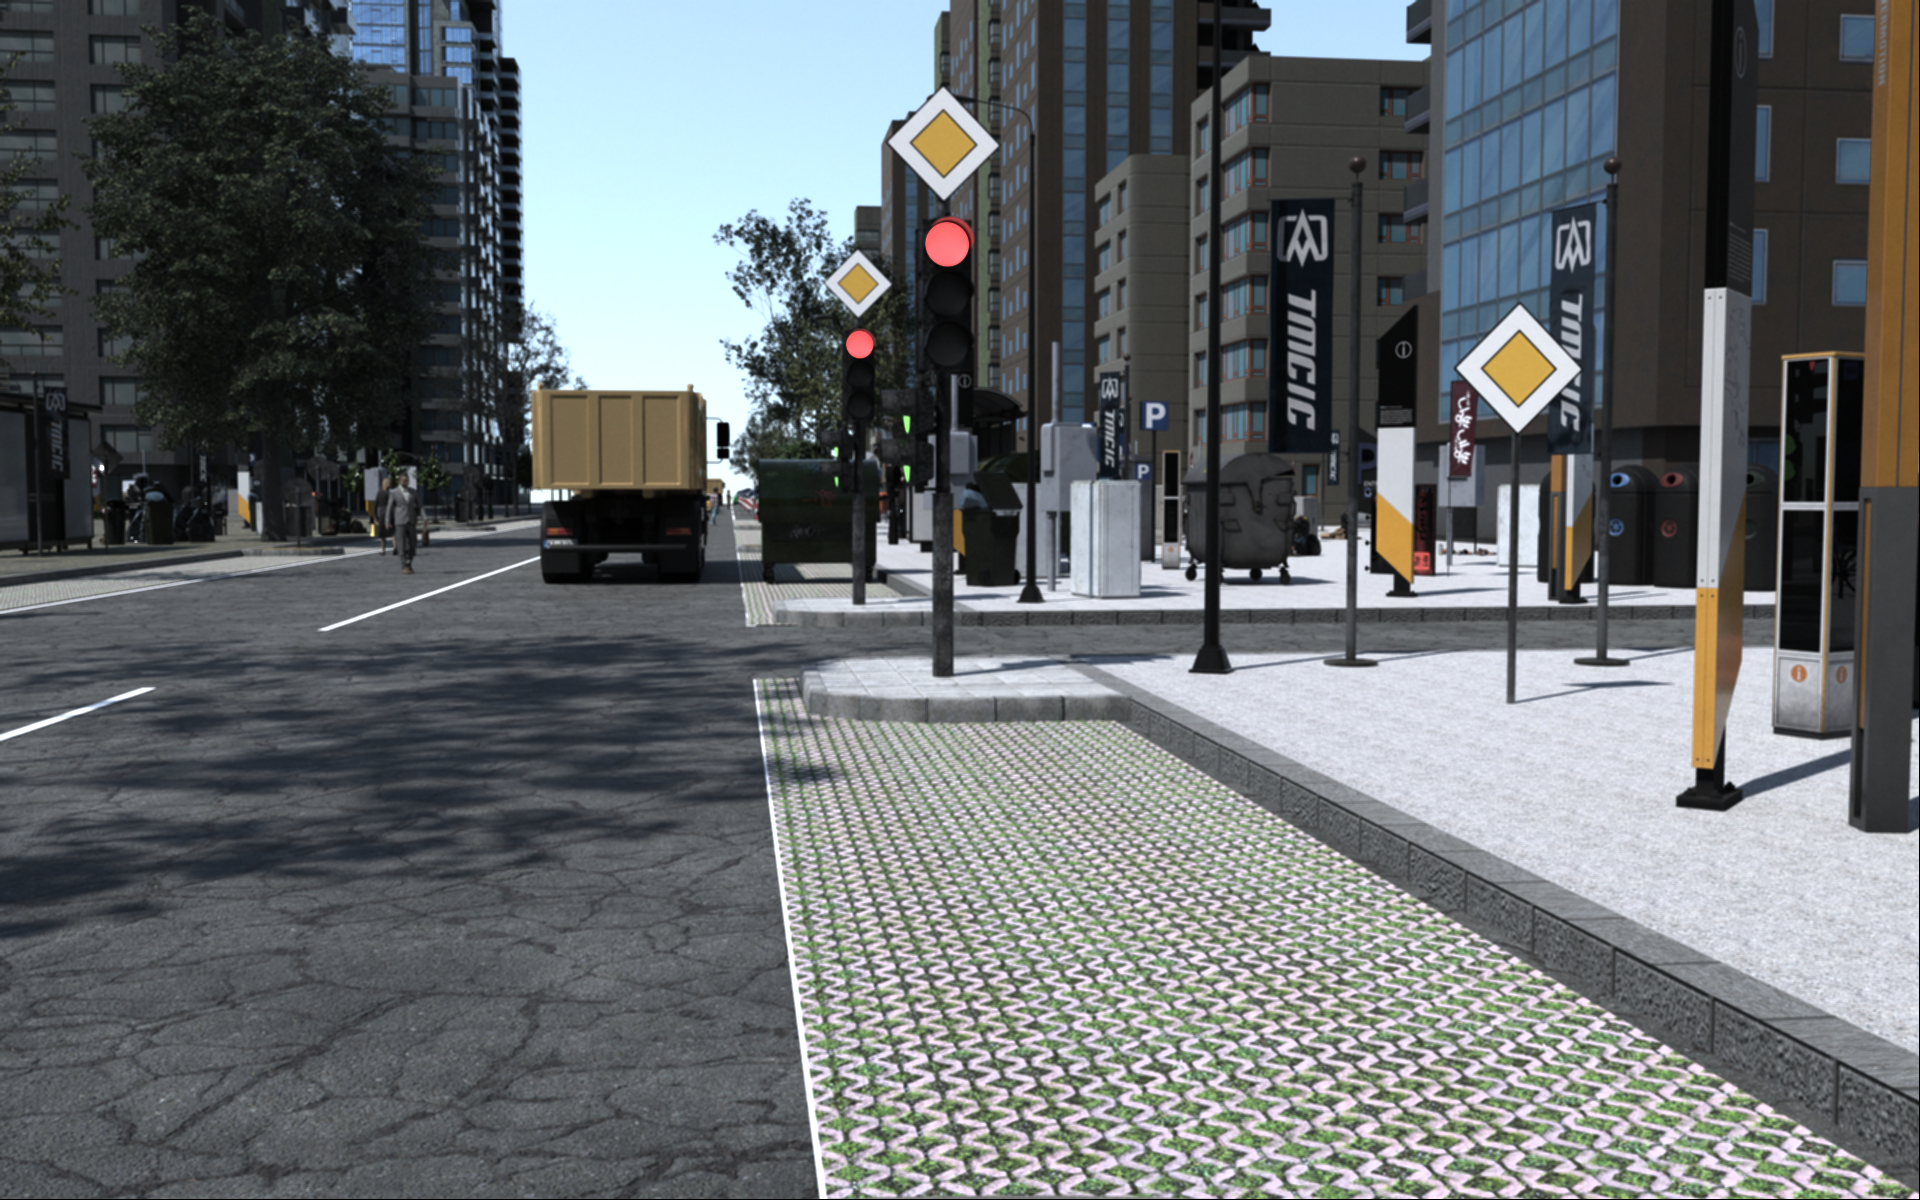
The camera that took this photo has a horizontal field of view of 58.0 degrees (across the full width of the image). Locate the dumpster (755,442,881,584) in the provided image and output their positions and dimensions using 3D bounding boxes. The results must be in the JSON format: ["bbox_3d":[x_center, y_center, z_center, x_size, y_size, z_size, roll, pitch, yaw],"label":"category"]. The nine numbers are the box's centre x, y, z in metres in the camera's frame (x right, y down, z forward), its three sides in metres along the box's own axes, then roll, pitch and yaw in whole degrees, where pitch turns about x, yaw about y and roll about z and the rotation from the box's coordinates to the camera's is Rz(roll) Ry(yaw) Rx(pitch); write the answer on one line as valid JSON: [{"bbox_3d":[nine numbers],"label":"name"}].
[{"bbox_3d":[-2.288,-1.401,27.853,1.985,2.255,1.502,0,4,-7],"label":"dumpster"}]

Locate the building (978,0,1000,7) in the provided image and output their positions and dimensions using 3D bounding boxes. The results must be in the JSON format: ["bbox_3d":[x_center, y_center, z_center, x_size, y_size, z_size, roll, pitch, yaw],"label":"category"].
[{"bbox_3d":[8.088,-26.890,123.250,14.154,41.232,14.086,0,4,-8],"label":"building"}]

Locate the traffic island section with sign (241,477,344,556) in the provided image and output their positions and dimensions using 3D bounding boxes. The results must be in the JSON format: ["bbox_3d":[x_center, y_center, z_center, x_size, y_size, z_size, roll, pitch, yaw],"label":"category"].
[{"bbox_3d":[-15.583,-1.956,40.601,1.989,1.847,2.006,0,4,-8],"label":"traffic island section with sign"}]

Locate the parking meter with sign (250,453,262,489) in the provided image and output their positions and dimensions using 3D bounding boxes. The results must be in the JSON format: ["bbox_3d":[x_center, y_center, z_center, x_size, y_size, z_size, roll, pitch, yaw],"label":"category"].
[{"bbox_3d":[-29.991,-4.731,73.620,0.543,3.016,1.738,-3,4,-36],"label":"parking meter with sign"}]

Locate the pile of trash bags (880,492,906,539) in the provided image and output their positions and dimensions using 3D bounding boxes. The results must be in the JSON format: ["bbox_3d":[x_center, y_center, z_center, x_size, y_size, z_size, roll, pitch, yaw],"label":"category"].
[{"bbox_3d":[-0.279,-2.476,50.241,3.447,1.369,1.912,-2,4,-31],"label":"pile of trash bags"}]

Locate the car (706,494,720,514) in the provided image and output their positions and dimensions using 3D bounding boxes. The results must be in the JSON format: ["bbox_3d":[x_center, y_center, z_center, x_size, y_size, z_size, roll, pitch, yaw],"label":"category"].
[{"bbox_3d":[-18.268,-6.999,124.652,2.015,1.641,3.980,0,4,-7],"label":"car"}]

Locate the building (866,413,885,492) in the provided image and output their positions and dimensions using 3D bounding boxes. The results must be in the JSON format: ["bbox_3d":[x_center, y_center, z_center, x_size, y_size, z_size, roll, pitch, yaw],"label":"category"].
[{"bbox_3d":[1.453,-23.442,228.308,27.650,21.520,28.899,0,4,-8],"label":"building"}]

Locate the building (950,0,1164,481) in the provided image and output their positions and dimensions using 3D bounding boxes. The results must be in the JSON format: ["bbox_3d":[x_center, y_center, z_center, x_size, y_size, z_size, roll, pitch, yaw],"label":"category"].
[{"bbox_3d":[6.944,-29.792,137.213,14.600,45.320,14.200,0,4,-8],"label":"building"}]

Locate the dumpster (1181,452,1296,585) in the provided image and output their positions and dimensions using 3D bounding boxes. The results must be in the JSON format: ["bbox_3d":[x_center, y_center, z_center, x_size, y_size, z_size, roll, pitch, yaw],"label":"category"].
[{"bbox_3d":[4.013,-1.173,24.941,1.264,1.857,1.865,0,4,-7],"label":"dumpster"}]

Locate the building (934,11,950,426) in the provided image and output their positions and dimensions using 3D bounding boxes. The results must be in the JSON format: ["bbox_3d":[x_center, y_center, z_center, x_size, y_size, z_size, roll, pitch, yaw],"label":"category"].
[{"bbox_3d":[4.532,-28.635,151.777,14.154,41.232,14.086,0,4,-8],"label":"building"}]

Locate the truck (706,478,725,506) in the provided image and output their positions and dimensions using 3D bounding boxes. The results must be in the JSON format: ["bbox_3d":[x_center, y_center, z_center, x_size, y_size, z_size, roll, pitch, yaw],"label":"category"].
[{"bbox_3d":[-30.601,-13.298,213.353,3.469,3.379,9.791,-1,4,-9],"label":"truck"}]

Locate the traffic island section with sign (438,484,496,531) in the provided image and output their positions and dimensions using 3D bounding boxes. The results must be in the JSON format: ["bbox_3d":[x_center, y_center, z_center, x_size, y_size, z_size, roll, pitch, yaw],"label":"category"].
[{"bbox_3d":[-19.134,-3.591,67.337,1.989,1.847,2.006,0,4,-8],"label":"traffic island section with sign"}]

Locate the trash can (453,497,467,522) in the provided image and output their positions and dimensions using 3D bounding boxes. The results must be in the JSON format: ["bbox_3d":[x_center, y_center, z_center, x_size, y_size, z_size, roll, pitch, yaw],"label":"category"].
[{"bbox_3d":[-22.702,-4.111,78.861,0.748,1.137,0.748,0,3,0],"label":"trash can"}]

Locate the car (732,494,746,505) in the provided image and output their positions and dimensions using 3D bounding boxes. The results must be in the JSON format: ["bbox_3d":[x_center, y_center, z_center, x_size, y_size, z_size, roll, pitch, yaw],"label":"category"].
[{"bbox_3d":[-27.194,-12.584,214.540,1.959,1.807,4.718,-1,4,-9],"label":"car"}]

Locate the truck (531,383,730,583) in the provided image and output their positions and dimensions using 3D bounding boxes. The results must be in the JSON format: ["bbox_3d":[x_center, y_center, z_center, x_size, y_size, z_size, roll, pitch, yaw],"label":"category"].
[{"bbox_3d":[-5.939,-2.179,31.548,3.469,3.379,9.791,0,4,-7],"label":"truck"}]

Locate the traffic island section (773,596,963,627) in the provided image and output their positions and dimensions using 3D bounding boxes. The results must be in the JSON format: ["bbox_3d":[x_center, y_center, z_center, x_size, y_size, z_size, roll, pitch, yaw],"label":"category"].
[{"bbox_3d":[-1.151,0.132,20.121,2.009,0.180,2.903,0,4,-8],"label":"traffic island section"}]

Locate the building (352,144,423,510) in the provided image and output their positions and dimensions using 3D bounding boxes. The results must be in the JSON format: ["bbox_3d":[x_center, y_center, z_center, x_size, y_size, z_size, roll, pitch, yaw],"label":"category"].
[{"bbox_3d":[-52.677,-22.638,141.834,14.160,30.474,14.107,0,4,-8],"label":"building"}]

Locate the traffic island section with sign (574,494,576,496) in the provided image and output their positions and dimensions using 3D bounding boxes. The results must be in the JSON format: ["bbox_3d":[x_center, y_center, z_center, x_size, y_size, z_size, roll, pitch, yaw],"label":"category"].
[{"bbox_3d":[-25.843,-6.673,117.737,1.989,1.847,2.006,0,4,-8],"label":"traffic island section with sign"}]

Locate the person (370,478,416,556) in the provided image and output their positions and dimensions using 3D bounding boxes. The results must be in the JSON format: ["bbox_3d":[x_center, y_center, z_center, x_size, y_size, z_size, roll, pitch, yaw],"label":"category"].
[{"bbox_3d":[-13.238,-1.935,40.359,0.699,1.804,1.509,-2,4,-33],"label":"person"}]

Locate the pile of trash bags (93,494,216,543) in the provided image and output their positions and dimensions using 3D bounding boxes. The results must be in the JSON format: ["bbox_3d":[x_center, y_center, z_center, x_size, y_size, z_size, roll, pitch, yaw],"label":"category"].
[{"bbox_3d":[-21.605,-2.206,45.814,3.447,1.369,1.912,-2,4,-29],"label":"pile of trash bags"}]

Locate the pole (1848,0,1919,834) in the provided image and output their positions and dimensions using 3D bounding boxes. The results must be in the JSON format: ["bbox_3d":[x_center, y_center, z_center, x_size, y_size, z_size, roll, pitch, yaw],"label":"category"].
[{"bbox_3d":[3.512,-0.776,6.526,0.158,3.312,0.155,0,3,0],"label":"pole"}]

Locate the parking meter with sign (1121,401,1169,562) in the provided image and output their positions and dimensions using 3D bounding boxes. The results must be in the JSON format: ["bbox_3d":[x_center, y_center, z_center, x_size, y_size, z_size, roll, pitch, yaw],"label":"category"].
[{"bbox_3d":[3.423,-2.269,33.353,0.543,3.016,1.738,-1,4,-16],"label":"parking meter with sign"}]

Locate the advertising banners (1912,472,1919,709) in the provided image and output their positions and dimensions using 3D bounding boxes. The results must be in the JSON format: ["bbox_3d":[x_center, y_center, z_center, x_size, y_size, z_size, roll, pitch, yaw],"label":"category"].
[{"bbox_3d":[6.289,-0.851,10.108,2.074,3.025,0.090,1,4,15],"label":"advertising banners"}]

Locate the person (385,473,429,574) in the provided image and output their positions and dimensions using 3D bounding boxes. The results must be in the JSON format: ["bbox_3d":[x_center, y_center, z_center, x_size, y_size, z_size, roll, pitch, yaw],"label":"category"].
[{"bbox_3d":[-9.942,-1.377,31.137,0.709,1.813,0.853,-3,4,-38],"label":"person"}]

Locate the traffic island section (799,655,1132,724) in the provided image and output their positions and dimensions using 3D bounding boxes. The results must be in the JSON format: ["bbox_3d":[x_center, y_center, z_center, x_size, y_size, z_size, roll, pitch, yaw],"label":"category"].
[{"bbox_3d":[-0.097,0.616,12.205,2.009,0.180,2.903,0,4,-8],"label":"traffic island section"}]

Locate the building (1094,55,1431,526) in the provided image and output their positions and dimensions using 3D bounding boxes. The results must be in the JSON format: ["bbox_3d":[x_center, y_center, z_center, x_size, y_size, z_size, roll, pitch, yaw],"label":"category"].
[{"bbox_3d":[23.150,-14.656,84.660,27.650,21.520,28.899,0,4,-8],"label":"building"}]

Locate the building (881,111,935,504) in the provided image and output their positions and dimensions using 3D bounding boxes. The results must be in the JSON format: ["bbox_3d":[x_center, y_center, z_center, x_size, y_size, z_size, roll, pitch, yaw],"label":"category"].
[{"bbox_3d":[-1.731,-33.878,204.012,14.600,45.320,14.200,0,4,-8],"label":"building"}]

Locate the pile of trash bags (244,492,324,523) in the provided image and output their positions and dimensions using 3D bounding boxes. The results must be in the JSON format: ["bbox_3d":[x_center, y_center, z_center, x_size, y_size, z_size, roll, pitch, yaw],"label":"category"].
[{"bbox_3d":[-30.408,-4.189,78.246,1.912,1.369,3.447,3,5,42],"label":"pile of trash bags"}]

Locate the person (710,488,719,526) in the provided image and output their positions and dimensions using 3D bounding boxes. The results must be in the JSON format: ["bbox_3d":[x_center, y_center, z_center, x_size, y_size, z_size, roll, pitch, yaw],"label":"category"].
[{"bbox_3d":[-11.179,-4.248,78.792,0.643,1.720,0.563,-3,5,-39],"label":"person"}]

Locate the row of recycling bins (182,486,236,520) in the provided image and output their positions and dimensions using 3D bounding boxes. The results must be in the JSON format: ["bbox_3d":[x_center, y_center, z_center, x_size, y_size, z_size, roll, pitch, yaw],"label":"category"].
[{"bbox_3d":[-36.863,-4.848,86.371,3.534,1.692,1.069,-2,4,-27],"label":"row of recycling bins"}]

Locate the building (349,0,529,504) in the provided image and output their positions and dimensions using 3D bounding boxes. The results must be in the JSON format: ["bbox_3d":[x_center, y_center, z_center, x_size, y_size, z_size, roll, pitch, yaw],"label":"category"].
[{"bbox_3d":[-68.789,-56.086,229.682,22.319,86.520,31.000,0,4,-8],"label":"building"}]

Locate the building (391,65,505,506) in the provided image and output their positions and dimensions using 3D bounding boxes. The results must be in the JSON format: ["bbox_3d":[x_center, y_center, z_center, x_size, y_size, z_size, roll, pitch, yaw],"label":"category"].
[{"bbox_3d":[-65.568,-35.517,200.313,23.786,49.044,30.456,0,4,-8],"label":"building"}]

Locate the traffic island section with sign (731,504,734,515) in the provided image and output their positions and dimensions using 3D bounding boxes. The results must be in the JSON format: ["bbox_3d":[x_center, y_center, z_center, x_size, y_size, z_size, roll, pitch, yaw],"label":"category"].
[{"bbox_3d":[-8.058,-3.723,69.499,1.989,1.847,2.006,0,4,-8],"label":"traffic island section with sign"}]

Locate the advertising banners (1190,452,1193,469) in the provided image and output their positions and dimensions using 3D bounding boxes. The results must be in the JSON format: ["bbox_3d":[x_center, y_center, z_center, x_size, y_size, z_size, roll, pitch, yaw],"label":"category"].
[{"bbox_3d":[9.770,-4.626,71.828,0.090,3.025,2.074,0,4,-5],"label":"advertising banners"}]

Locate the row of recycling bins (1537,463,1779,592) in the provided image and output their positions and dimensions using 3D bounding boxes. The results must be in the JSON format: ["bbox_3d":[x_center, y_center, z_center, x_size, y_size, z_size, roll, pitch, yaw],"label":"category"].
[{"bbox_3d":[9.711,-1.045,24.195,1.069,1.692,3.534,-3,5,-39],"label":"row of recycling bins"}]

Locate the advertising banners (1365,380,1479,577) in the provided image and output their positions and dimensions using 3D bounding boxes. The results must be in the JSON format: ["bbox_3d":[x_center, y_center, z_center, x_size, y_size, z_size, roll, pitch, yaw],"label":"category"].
[{"bbox_3d":[7.244,-1.895,27.177,0.090,3.025,2.074,-3,5,-39],"label":"advertising banners"}]

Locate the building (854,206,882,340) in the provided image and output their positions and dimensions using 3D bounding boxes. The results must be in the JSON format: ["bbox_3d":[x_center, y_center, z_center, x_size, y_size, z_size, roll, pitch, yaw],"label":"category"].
[{"bbox_3d":[-8.195,-34.524,248.067,14.154,41.232,14.086,0,4,-8],"label":"building"}]

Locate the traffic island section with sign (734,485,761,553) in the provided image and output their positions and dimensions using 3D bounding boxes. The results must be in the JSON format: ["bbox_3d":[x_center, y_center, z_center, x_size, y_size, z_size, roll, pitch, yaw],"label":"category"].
[{"bbox_3d":[-4.506,-2.089,42.778,1.989,1.847,2.006,0,4,-8],"label":"traffic island section with sign"}]

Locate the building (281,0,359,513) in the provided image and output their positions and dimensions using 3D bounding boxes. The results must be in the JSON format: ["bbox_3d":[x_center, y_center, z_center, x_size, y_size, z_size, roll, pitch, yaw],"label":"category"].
[{"bbox_3d":[-54.138,-30.488,118.092,23.786,49.044,30.456,0,4,-8],"label":"building"}]

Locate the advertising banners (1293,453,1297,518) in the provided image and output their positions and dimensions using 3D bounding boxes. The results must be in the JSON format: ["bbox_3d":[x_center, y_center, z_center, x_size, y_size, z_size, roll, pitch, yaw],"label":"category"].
[{"bbox_3d":[12.481,-4.183,64.581,0.090,3.025,2.074,1,4,15],"label":"advertising banners"}]

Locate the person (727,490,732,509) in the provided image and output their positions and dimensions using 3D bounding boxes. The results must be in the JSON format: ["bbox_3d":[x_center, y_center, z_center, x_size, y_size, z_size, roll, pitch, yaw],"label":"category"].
[{"bbox_3d":[-21.878,-9.513,164.044,0.705,1.824,1.348,1,4,11],"label":"person"}]

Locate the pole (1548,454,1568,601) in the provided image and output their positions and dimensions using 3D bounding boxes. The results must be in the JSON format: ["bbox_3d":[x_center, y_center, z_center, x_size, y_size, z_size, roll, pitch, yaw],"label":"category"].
[{"bbox_3d":[7.209,-1.648,20.793,0.158,3.312,0.155,0,3,0],"label":"pole"}]

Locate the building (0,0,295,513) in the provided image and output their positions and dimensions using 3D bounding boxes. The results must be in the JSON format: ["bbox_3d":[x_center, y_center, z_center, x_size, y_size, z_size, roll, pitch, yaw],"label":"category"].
[{"bbox_3d":[-46.634,-25.279,96.901,14.154,41.232,14.086,0,4,-8],"label":"building"}]

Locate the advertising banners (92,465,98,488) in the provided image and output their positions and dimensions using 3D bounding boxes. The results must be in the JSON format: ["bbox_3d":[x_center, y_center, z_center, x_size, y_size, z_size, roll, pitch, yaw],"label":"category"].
[{"bbox_3d":[-37.219,-4.716,73.287,2.074,3.025,0.090,1,4,19],"label":"advertising banners"}]

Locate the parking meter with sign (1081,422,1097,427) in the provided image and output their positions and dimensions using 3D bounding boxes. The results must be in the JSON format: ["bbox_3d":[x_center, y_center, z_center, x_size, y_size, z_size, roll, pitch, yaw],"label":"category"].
[{"bbox_3d":[2.460,-2.785,41.803,1.738,3.016,0.543,-3,4,-36],"label":"parking meter with sign"}]

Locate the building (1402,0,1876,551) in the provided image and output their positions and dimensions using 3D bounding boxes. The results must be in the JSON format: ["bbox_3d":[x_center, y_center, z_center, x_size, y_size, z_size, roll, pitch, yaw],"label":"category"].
[{"bbox_3d":[20.432,-23.976,42.114,14.200,45.320,14.600,0,4,-8],"label":"building"}]

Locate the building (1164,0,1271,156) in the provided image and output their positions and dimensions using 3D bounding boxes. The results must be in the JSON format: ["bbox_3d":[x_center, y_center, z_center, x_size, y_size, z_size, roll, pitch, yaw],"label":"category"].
[{"bbox_3d":[10.446,-28.060,108.894,14.600,45.320,14.200,0,4,-8],"label":"building"}]
